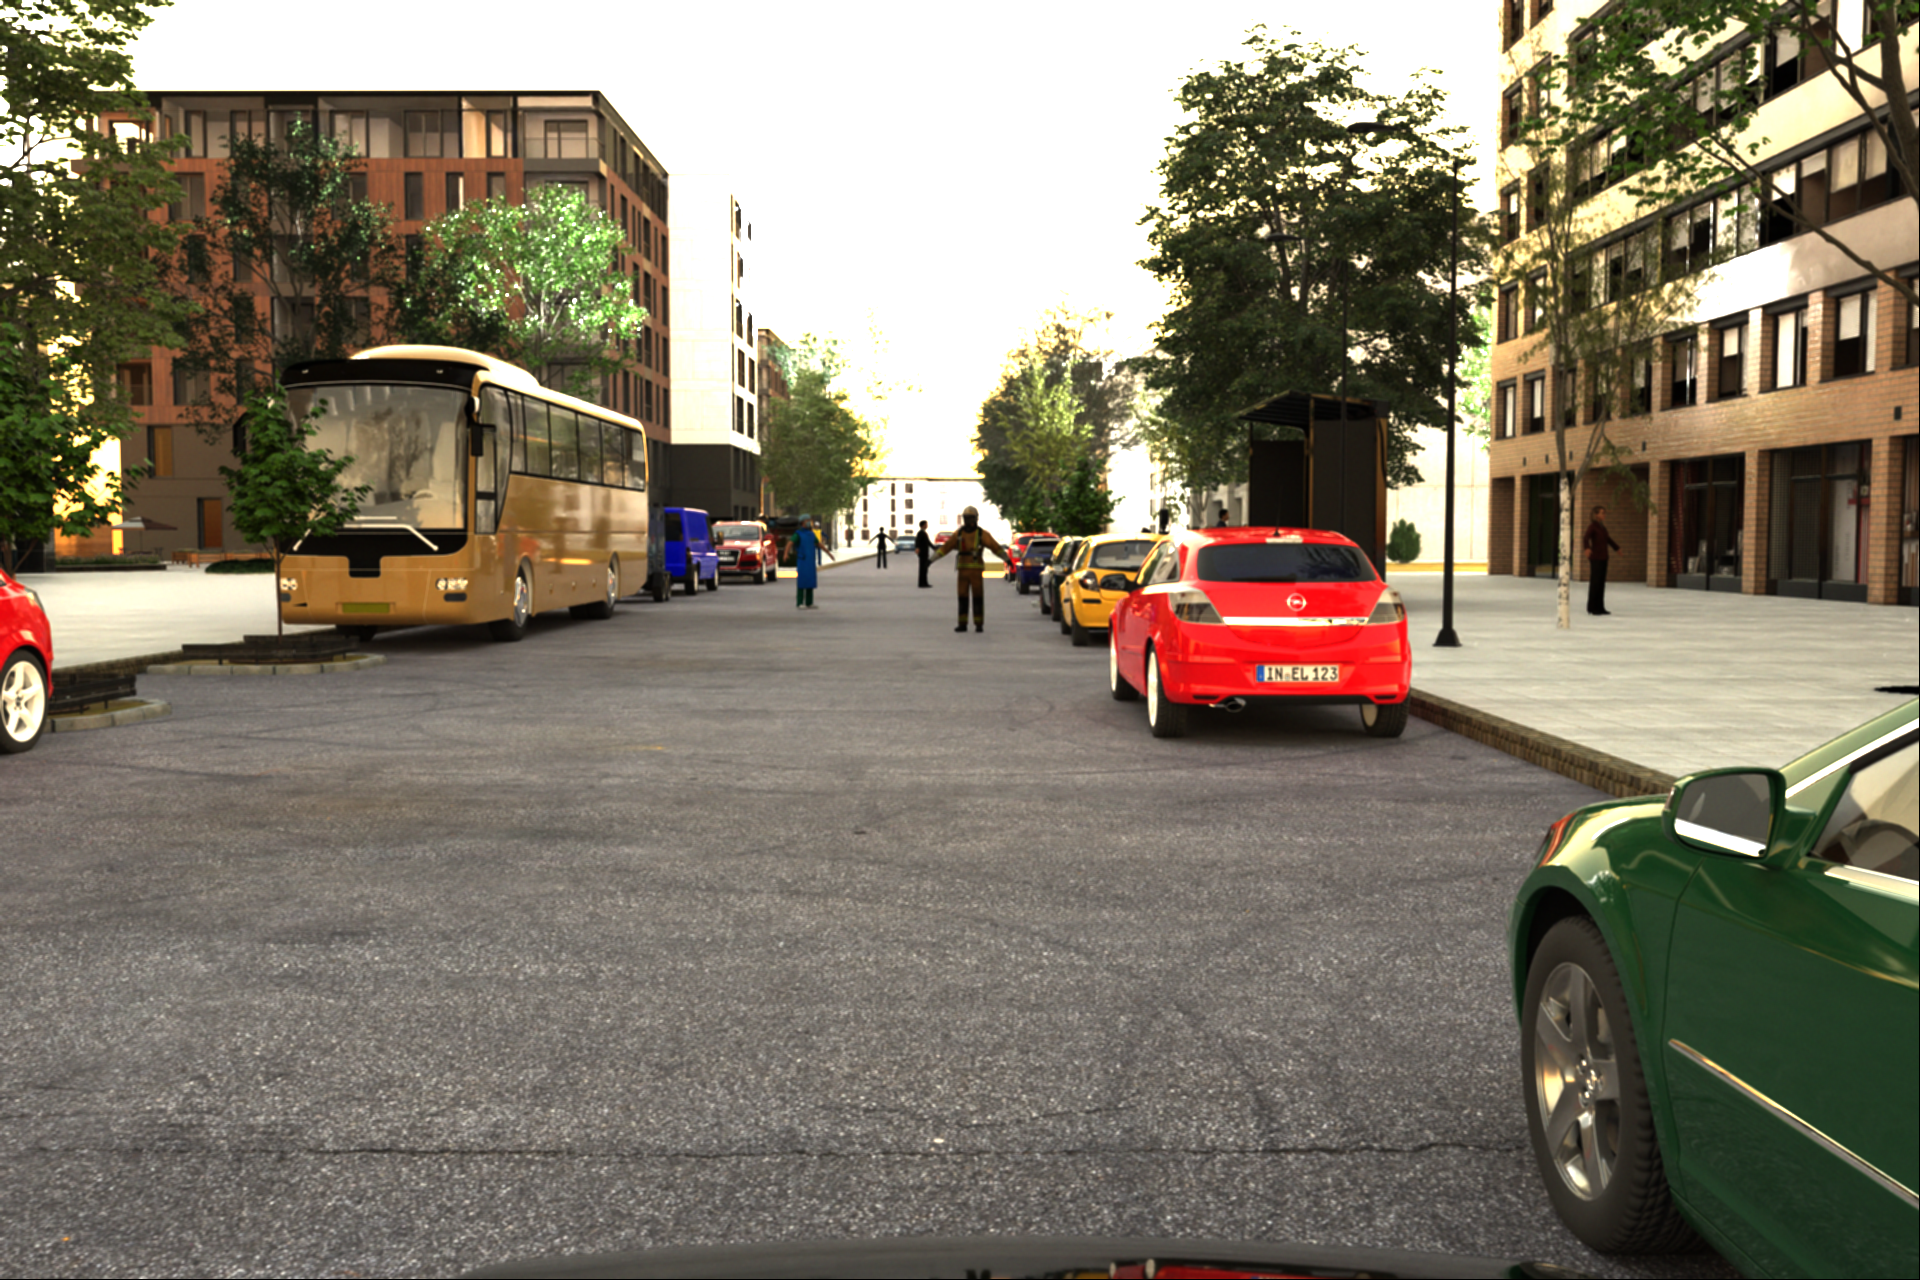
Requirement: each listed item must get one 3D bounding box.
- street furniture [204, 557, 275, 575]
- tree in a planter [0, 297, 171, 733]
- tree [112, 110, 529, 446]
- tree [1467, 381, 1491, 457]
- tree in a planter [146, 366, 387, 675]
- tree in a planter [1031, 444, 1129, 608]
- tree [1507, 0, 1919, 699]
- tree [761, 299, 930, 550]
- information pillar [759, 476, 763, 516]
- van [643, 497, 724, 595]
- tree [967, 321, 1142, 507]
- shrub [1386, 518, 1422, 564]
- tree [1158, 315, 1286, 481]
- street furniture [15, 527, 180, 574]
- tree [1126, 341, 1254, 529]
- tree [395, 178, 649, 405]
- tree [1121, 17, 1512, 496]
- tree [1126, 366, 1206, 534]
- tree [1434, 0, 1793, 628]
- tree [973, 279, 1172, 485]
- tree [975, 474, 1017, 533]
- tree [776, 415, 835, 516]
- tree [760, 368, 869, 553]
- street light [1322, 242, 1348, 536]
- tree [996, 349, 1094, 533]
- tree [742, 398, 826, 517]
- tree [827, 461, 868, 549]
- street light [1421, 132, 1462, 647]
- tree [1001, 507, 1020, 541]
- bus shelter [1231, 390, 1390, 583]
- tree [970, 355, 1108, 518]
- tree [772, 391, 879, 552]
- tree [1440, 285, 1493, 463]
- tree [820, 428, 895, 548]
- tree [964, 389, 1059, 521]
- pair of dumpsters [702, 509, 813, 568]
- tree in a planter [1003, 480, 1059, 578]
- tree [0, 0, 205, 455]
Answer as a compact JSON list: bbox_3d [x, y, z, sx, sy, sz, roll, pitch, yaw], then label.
[{"bbox_3d":[-20.813,-2.675,59.357,10.072,0.657,5.734,-3,4,-36],"label":"street furniture"},{"bbox_3d":[-7.285,-0.979,13.235,1.991,3.239,1.994,0,4,1],"label":"tree in a planter"},{"bbox_3d":[-13.742,-6.335,37.991,8.767,10.594,7.601,-2,4,-31],"label":"tree"},{"bbox_3d":[25.748,-8.495,73.303,8.767,10.594,7.601,1,4,19],"label":"tree"},{"bbox_3d":[-7.318,-1.304,18.546,1.991,3.239,1.994,0,4,0],"label":"tree in a planter"},{"bbox_3d":[2.417,-2.268,34.299,1.991,3.239,1.994,0,4,1],"label":"tree in a planter"},{"bbox_3d":[7.898,-5.370,13.556,9.928,11.665,9.643,0,3,0],"label":"tree"},{"bbox_3d":[-9.277,-17.346,139.490,12.611,20.169,13.585,0,3,0],"label":"tree"},{"bbox_3d":[-8.060,-4.826,70.264,0.183,3.616,0.504,0,4,1],"label":"information pillar"},{"bbox_3d":[-7.098,-2.313,42.200,2.240,2.365,5.245,0,4,0],"label":"van"},{"bbox_3d":[5.223,-11.559,99.364,12.009,13.543,11.850,0,3,0],"label":"tree"},{"bbox_3d":[19.280,-4.336,75.310,1.690,2.028,1.600,0,3,0],"label":"shrub"},{"bbox_3d":[11.371,-8.097,66.805,7.601,10.594,8.767,2,4,25],"label":"tree"},{"bbox_3d":[-31.177,-3.247,59.941,9.812,1.723,11.010,2,4,26],"label":"street furniture"},{"bbox_3d":[7.693,-6.454,55.882,4.737,8.622,4.395,0,3,0],"label":"tree"},{"bbox_3d":[-12.759,-7.630,50.500,9.928,11.665,9.643,0,3,0],"label":"tree"},{"bbox_3d":[8.579,-8.316,42.625,9.857,13.997,8.962,0,3,0],"label":"tree"},{"bbox_3d":[8.796,-7.586,74.399,4.360,8.622,3.978,0,3,0],"label":"tree"},{"bbox_3d":[8.096,-4.478,23.580,4.360,8.622,3.978,0,3,0],"label":"tree"},{"bbox_3d":[5.704,-10.579,83.333,12.009,13.543,11.850,0,3,0],"label":"tree"},{"bbox_3d":[4.832,-13.402,153.527,8.767,10.594,7.601,3,4,38],"label":"tree"},{"bbox_3d":[-9.778,-9.614,107.554,4.360,8.622,3.978,0,3,0],"label":"tree"},{"bbox_3d":[-10.182,-12.286,119.009,7.486,12.596,7.792,0,3,0],"label":"tree"},{"bbox_3d":[6.506,-3.326,26.928,1.470,5.913,1.316,0,3,0],"label":"street light"},{"bbox_3d":[3.527,-7.205,68.163,4.737,8.622,4.395,0,3,0],"label":"tree"},{"bbox_3d":[-10.183,-8.808,94.366,4.360,8.622,3.978,0,3,0],"label":"tree"},{"bbox_3d":[-10.348,-12.296,151.403,4.737,8.622,4.395,0,3,0],"label":"tree"},{"bbox_3d":[6.126,-2.882,19.661,1.470,5.913,1.316,0,4,0],"label":"street light"},{"bbox_3d":[4.925,-13.036,163.503,4.737,8.622,4.395,0,3,0],"label":"tree"},{"bbox_3d":[6.238,-2.456,31.440,1.731,3.624,6.357,0,3,0],"label":"bus shelter"},{"bbox_3d":[5.407,-12.862,116.954,9.857,13.997,8.962,0,3,0],"label":"tree"},{"bbox_3d":[-9.717,-12.333,127.392,9.928,11.665,9.643,0,3,0],"label":"tree"},{"bbox_3d":[21.722,-8.472,64.269,9.928,11.665,9.643,0,3,0],"label":"tree"},{"bbox_3d":[-10.331,-14.561,163.831,9.928,11.665,9.643,0,3,0],"label":"tree"},{"bbox_3d":[5.075,-13.768,131.756,9.857,13.997,8.962,0,3,0],"label":"tree"},{"bbox_3d":[-7.090,-3.195,57.191,4.436,2.255,1.574,0,4,0],"label":"pair of dumpsters"},{"bbox_3d":[2.407,-3.655,56.981,1.991,3.239,1.994,0,4,1],"label":"tree in a planter"},{"bbox_3d":[-13.473,-6.280,20.797,7.486,12.596,7.792,0,3,0],"label":"tree"}]
